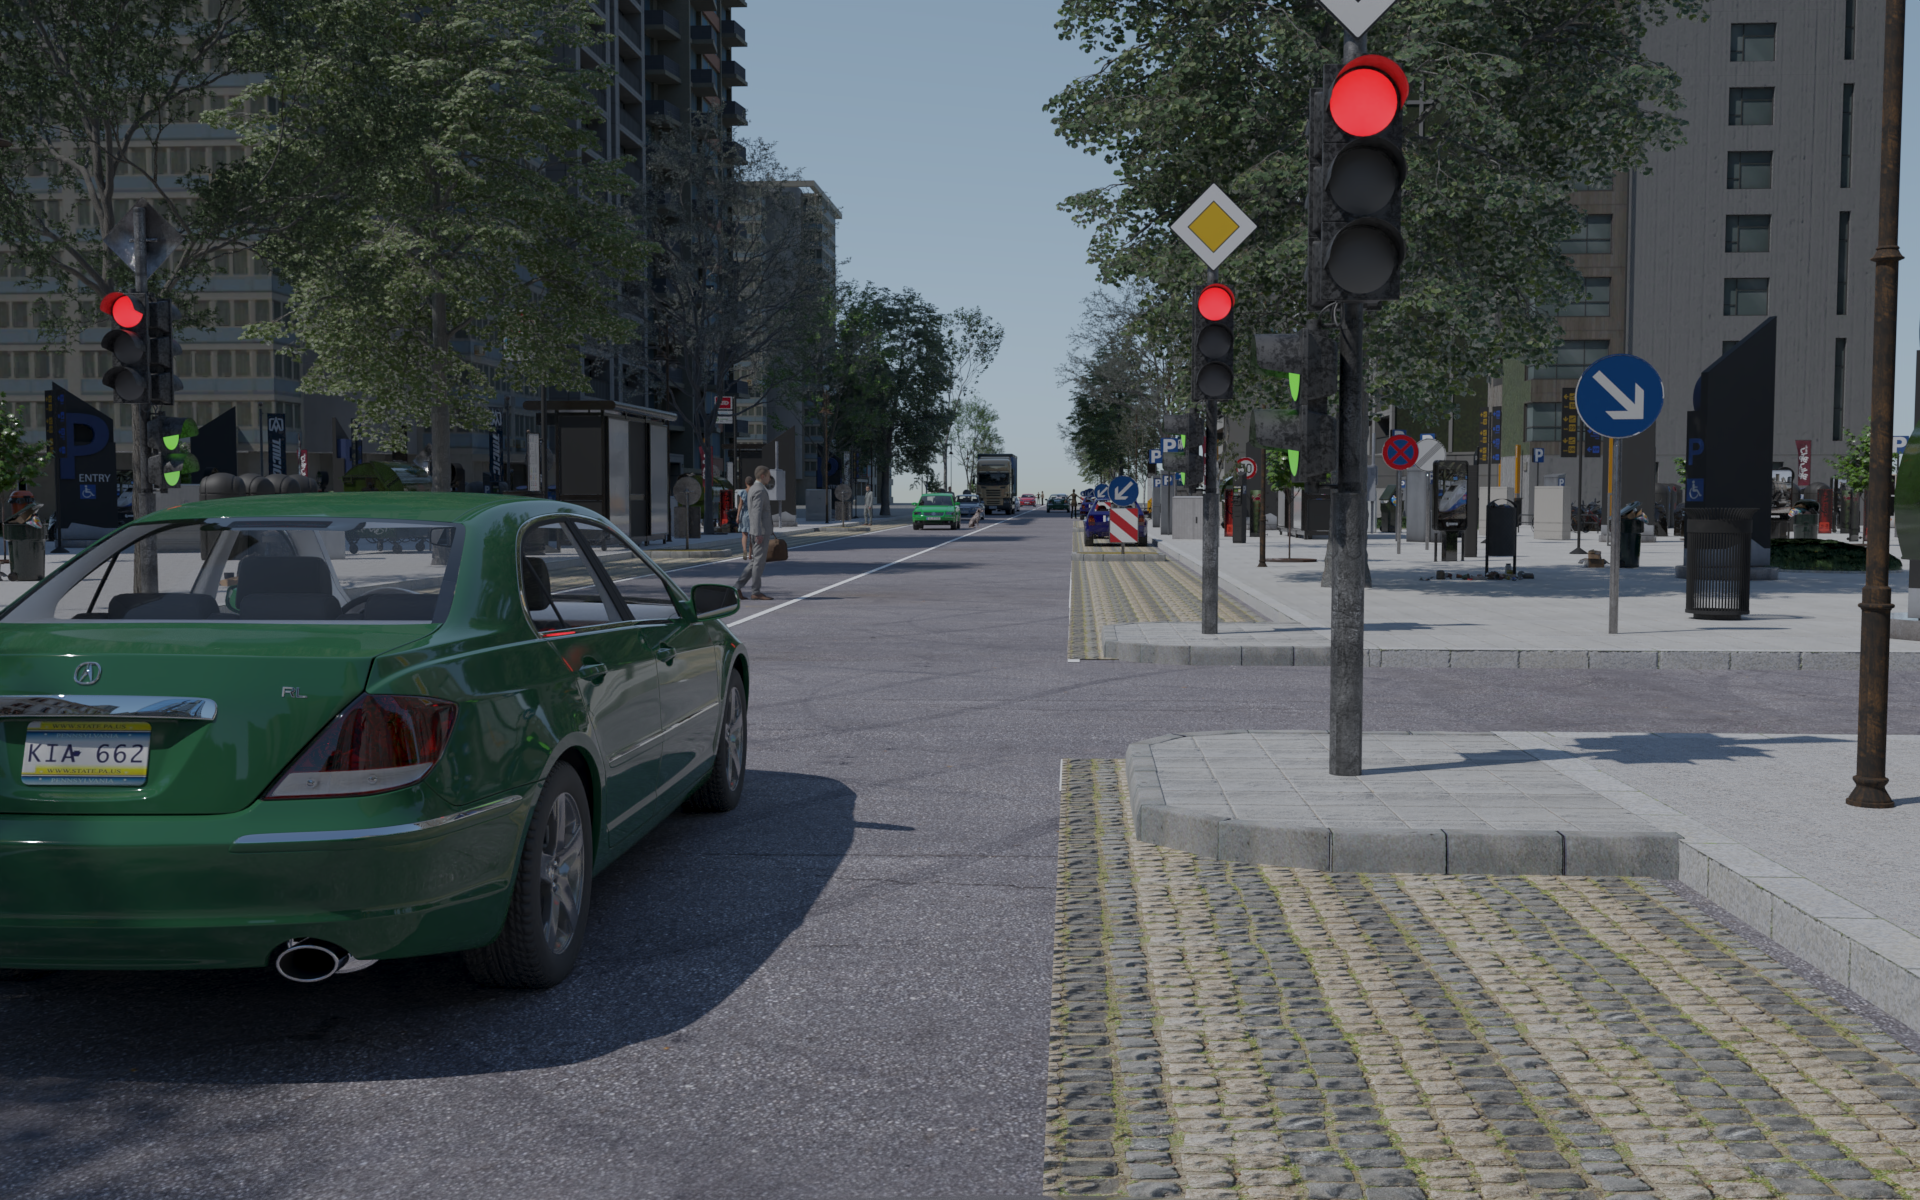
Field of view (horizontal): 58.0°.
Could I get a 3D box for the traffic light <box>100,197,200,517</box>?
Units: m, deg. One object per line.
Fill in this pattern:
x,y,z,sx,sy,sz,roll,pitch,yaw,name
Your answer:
-7.715,-1.683,16.434,0.839,4.253,0.868,0,4,4,traffic light

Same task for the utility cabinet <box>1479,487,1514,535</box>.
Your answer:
16.416,-2.710,52.984,0.318,1.500,1.173,-2,4,-26,utility cabinet

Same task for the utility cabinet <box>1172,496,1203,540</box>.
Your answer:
6.534,-2.315,49.009,1.020,1.237,0.306,1,4,21,utility cabinet

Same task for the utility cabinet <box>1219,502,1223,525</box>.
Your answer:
10.800,-3.752,70.024,1.173,1.500,0.318,3,4,37,utility cabinet

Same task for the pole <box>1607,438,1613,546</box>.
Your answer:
16.037,-2.983,42.613,0.158,3.312,0.155,0,3,0,pole

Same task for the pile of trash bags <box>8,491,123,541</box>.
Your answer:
-23.984,-2.267,46.811,1.912,1.369,3.447,2,4,28,pile of trash bags

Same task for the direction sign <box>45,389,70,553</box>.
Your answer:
-19.629,-2.793,37.665,0.876,3.537,0.379,3,4,37,direction sign

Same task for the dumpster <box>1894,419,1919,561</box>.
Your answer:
4.933,-0.269,6.891,1.502,2.255,1.985,0,4,4,dumpster

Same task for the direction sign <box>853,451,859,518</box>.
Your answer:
-5.479,-6.063,91.125,0.379,3.537,0.876,1,4,14,direction sign

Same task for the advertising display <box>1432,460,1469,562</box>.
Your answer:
9.338,-1.699,32.995,0.974,1.923,0.123,-3,4,-38,advertising display

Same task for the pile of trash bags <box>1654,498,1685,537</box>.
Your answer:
22.169,-2.598,52.236,3.447,1.369,1.912,2,4,28,pile of trash bags

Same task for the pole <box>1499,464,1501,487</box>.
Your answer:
27.978,-5.858,89.627,0.158,3.312,0.155,0,3,0,pole

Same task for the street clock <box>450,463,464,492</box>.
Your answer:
-11.664,-2.163,39.930,0.471,2.002,0.358,2,4,34,street clock

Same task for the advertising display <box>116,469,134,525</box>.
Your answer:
-21.710,-2.452,45.309,0.123,1.923,0.974,2,4,32,advertising display

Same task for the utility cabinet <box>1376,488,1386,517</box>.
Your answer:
16.645,-3.612,67.742,1.173,1.500,0.318,0,4,2,utility cabinet

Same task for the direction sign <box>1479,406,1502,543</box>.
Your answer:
13.741,-3.239,44.959,0.379,3.537,0.876,-1,4,-19,direction sign

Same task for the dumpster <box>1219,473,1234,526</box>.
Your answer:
10.602,-3.875,65.852,1.502,2.255,1.985,0,4,4,dumpster

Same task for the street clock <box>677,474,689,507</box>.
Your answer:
-9.923,-3.527,62.233,0.471,2.002,0.358,-1,4,-10,street clock

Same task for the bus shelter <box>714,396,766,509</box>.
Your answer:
-8.786,-5.861,73.464,2.179,5.291,8.768,0,4,4,bus shelter

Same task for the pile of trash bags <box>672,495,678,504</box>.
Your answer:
-13.318,-4.132,77.306,1.912,1.369,3.447,0,4,1,pile of trash bags

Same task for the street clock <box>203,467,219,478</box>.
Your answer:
-20.135,-2.573,46.642,0.358,2.002,0.471,0,4,2,street clock

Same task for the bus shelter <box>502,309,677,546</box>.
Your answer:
-8.635,-3.825,40.165,2.179,5.291,8.768,0,4,4,bus shelter

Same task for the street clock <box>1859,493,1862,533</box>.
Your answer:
29.689,-3.228,57.342,0.358,2.002,0.471,-2,4,-24,street clock

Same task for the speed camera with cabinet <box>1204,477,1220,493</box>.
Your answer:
12.961,-5.637,86.507,0.660,3.252,2.038,-2,4,-25,speed camera with cabinet

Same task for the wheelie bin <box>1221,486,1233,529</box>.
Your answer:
10.078,-3.430,63.981,0.980,1.594,0.693,3,5,44,wheelie bin

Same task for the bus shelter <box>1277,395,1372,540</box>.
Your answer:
10.715,-4.586,52.612,2.179,5.291,8.768,0,4,4,bus shelter

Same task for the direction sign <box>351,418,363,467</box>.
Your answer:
-17.961,-3.647,51.631,0.379,3.537,0.876,-3,4,-37,direction sign

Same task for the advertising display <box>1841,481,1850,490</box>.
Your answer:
32.437,-3.573,63.626,0.974,1.923,0.123,0,4,-5,advertising display

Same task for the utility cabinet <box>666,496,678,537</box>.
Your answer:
-8.975,-2.517,52.318,0.306,1.237,1.020,2,4,35,utility cabinet

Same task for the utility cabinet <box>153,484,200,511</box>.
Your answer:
-17.081,-1.792,37.984,1.173,1.500,0.318,-2,4,-28,utility cabinet

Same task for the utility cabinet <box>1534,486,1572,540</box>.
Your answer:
16.586,-2.433,48.460,0.318,1.500,1.173,-1,4,-21,utility cabinet

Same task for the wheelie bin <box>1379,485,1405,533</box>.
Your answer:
14.461,-3.062,57.974,0.693,1.594,0.980,-1,4,-17,wheelie bin

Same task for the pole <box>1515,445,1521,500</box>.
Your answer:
23.125,-4.770,71.839,0.158,3.312,0.155,0,3,0,pole

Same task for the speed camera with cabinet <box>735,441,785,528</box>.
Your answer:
-7.558,-4.345,65.380,2.038,3.252,0.660,2,4,33,speed camera with cabinet

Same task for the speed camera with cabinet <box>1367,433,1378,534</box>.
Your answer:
13.418,-3.832,56.983,0.660,3.252,2.038,1,4,15,speed camera with cabinet

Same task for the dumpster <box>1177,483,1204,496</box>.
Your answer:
9.365,-3.990,71.000,1.264,1.857,1.865,0,4,4,dumpster

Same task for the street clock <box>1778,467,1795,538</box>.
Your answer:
21.987,-2.549,46.244,0.471,2.002,0.358,1,4,12,street clock

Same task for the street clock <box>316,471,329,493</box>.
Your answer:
-19.953,-3.039,54.265,0.358,2.002,0.471,-3,5,-40,street clock

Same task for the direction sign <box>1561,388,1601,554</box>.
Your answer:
13.235,-2.749,36.950,0.876,3.537,0.379,0,4,-6,direction sign

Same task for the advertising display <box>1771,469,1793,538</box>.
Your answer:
20.607,-2.372,43.998,0.974,1.923,0.123,1,4,12,advertising display

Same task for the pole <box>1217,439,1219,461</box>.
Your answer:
9.550,-4.336,64.742,0.158,3.312,0.155,0,3,0,pole

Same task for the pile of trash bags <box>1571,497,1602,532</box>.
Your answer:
21.332,-3.121,60.788,1.912,1.369,3.447,0,4,-1,pile of trash bags

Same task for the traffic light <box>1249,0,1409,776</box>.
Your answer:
1.748,-1.156,7.824,0.839,4.253,0.868,0,4,4,traffic light

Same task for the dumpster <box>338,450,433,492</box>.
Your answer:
-12.489,-2.158,37.783,1.502,2.255,1.985,0,4,4,dumpster

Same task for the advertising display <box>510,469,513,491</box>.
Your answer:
-11.739,-2.451,45.286,0.123,1.923,0.974,-1,4,-15,advertising display

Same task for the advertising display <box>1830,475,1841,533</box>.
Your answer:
29.065,-3.200,57.535,0.123,1.923,0.974,2,4,24,advertising display

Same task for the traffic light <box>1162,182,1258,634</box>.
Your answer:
2.275,-1.643,15.792,0.839,4.253,0.868,0,4,4,traffic light
